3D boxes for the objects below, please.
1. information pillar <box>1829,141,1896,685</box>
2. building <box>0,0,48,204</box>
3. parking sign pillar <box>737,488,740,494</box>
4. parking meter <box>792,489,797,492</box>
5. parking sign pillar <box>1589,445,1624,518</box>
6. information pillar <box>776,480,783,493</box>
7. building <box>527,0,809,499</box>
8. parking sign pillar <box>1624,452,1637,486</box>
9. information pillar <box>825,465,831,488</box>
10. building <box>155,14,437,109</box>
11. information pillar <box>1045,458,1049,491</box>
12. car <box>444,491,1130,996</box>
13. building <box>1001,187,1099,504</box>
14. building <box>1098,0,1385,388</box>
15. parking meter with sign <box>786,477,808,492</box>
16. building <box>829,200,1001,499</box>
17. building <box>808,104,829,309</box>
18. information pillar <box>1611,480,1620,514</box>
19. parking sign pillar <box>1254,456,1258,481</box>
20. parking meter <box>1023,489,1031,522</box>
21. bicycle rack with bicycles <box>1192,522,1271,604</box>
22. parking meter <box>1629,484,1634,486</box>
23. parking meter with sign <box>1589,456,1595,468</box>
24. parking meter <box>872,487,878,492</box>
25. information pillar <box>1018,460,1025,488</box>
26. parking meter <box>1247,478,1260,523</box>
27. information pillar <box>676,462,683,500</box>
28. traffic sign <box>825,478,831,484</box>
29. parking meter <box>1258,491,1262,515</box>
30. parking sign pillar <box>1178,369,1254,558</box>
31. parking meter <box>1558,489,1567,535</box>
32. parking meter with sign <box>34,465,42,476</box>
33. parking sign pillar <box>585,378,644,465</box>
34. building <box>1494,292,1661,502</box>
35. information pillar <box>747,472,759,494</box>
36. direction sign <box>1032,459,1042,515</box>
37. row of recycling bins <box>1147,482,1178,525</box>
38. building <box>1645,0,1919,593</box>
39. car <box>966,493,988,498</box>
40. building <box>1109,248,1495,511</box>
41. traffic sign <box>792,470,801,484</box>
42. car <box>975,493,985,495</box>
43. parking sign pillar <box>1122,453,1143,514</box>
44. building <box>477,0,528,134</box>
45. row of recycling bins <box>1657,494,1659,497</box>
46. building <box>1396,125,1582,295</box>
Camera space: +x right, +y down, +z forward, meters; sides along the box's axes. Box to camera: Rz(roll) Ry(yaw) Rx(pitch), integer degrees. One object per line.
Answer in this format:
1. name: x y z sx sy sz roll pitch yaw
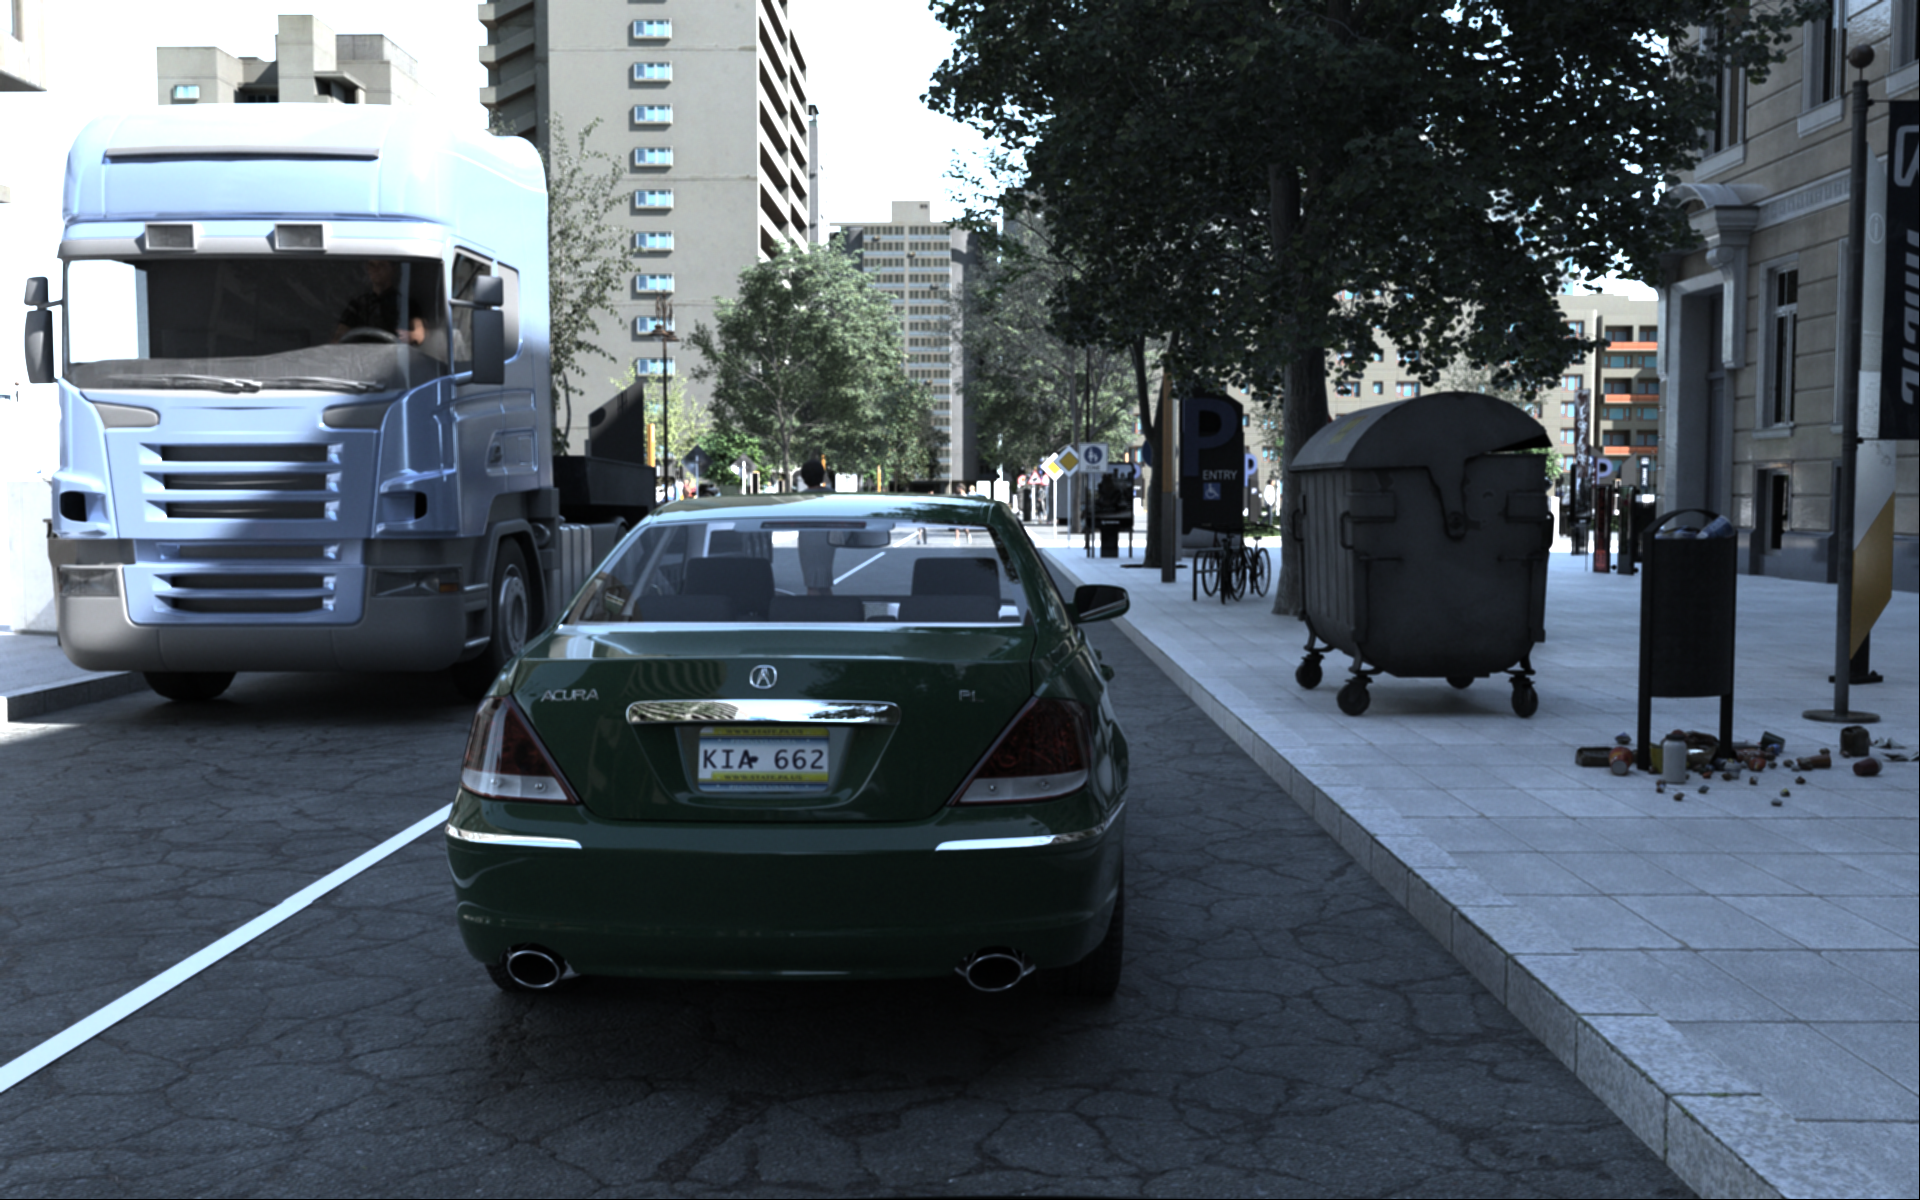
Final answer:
1. information pillar: 6.177 -1.247 11.743 0.504 3.616 0.183 -2 4 -33
2. building: -29.860 -26.195 17.530 27.495 52.752 28.713 0 4 1
3. parking sign pillar: -14.734 -7.515 111.340 1.447 3.967 1.447 3 5 42
4. parking meter: -7.892 -4.519 82.296 0.372 1.533 0.369 0 3 0
5. parking sign pillar: 35.200 -6.518 95.046 1.447 3.967 1.447 -1 4 -9
6. information pillar: -9.245 -5.160 88.855 0.304 2.012 0.304 -2 4 -24
7. building: -25.404 -32.630 157.208 21.300 48.544 21.600 0 4 1
8. parking sign pillar: 42.400 -7.448 110.254 1.447 3.967 1.447 -2 4 -25
9. information pillar: -8.744 -7.543 114.687 0.504 3.616 0.183 -1 4 -11
10. building: -67.938 -34.058 180.557 21.600 48.544 21.300 0 4 1
11. information pillar: 5.692 -7.441 113.022 0.183 3.616 0.504 -1 4 -22
12. car: -0.400 0.331 6.392 2.131 1.459 4.920 0 4 2
13. building: 12.361 -32.996 223.085 14.086 41.232 14.154 0 4 1
14. building: 28.347 -35.885 175.951 28.713 52.752 27.495 0 4 1
15. parking meter with sign: -6.784 -4.874 75.951 1.738 3.016 0.543 0 4 -3
16. building: -6.572 -33.005 231.509 23.993 40.220 32.217 0 4 1
17. building: -21.153 -30.602 183.929 14.086 41.232 14.154 0 4 1
18. information pillar: 33.061 -5.068 87.355 0.304 2.012 0.304 -2 4 -28
19. parking sign pillar: 13.859 -5.820 83.621 1.447 3.967 1.447 3 5 43
20. parking meter: 3.104 -4.375 79.935 0.372 1.533 0.369 0 3 0
21. bicycle rack with bicycles: 3.848 -0.470 21.059 2.852 0.926 2.925 2 4 34
22. parking meter: 39.629 -5.906 102.266 0.255 1.863 0.399 0 4 7
23. parking meter with sign: 28.093 -5.015 78.252 0.543 3.016 1.738 3 4 37
24. parking meter: -6.083 -7.201 123.444 0.399 1.863 0.255 2 4 25
25. information pillar: 4.251 -7.831 119.396 0.504 3.616 0.183 0 4 3
26. parking meter: 10.988 -3.617 64.851 0.399 1.863 0.255 0 4 -6
27. information pillar: -20.117 -8.118 124.081 0.504 3.616 0.183 0 4 0
28. traffic sign: -7.186 -5.565 90.998 0.884 2.594 0.081 1 4 10
29. parking meter: 17.547 -5.711 101.783 0.372 1.533 0.369 0 3 0
30. parking sign pillar: 5.118 -2.864 35.299 1.447 3.967 1.447 0 4 4
31. parking meter: 19.165 -2.840 54.849 0.372 1.533 0.369 0 3 0
32. parking meter with sign: -55.862 -6.586 103.935 0.543 3.016 1.738 0 4 7
33. parking sign pillar: -8.004 -3.161 40.147 1.447 3.967 1.447 -2 4 -33
34. building: 65.333 -20.259 176.281 28.899 21.520 27.650 0 4 1
35. information pillar: -6.817 -3.217 57.086 0.304 2.012 0.304 -2 4 -35
36. direction sign: 4.703 -6.933 105.353 0.379 3.537 0.876 3 5 44
37. row of recycling bins: 9.912 -4.422 79.412 1.069 1.692 3.534 -2 4 -35
38. building: 18.610 -14.368 20.821 13.634 28.700 20.117 0 4 1
39. car: 0.457 -3.521 67.353 2.009 1.686 4.222 0 4 2
40. building: 27.465 -18.577 148.769 27.650 21.520 28.899 0 4 1
41. traffic sign: -8.447 -5.565 91.093 0.768 2.556 0.104 0 4 6
42. car: 1.354 -7.549 133.013 1.945 1.707 3.694 0 4 -1
43. parking sign pillar: 10.926 -7.429 109.928 1.447 3.967 1.447 -1 4 -8
44. building: -25.027 -31.283 135.179 21.300 48.544 21.600 0 4 1
45. row of recycling bins: 37.865 -5.037 89.464 3.534 1.692 1.069 2 4 27
46. building: 64.152 -37.139 226.832 30.456 49.044 23.786 0 4 1
